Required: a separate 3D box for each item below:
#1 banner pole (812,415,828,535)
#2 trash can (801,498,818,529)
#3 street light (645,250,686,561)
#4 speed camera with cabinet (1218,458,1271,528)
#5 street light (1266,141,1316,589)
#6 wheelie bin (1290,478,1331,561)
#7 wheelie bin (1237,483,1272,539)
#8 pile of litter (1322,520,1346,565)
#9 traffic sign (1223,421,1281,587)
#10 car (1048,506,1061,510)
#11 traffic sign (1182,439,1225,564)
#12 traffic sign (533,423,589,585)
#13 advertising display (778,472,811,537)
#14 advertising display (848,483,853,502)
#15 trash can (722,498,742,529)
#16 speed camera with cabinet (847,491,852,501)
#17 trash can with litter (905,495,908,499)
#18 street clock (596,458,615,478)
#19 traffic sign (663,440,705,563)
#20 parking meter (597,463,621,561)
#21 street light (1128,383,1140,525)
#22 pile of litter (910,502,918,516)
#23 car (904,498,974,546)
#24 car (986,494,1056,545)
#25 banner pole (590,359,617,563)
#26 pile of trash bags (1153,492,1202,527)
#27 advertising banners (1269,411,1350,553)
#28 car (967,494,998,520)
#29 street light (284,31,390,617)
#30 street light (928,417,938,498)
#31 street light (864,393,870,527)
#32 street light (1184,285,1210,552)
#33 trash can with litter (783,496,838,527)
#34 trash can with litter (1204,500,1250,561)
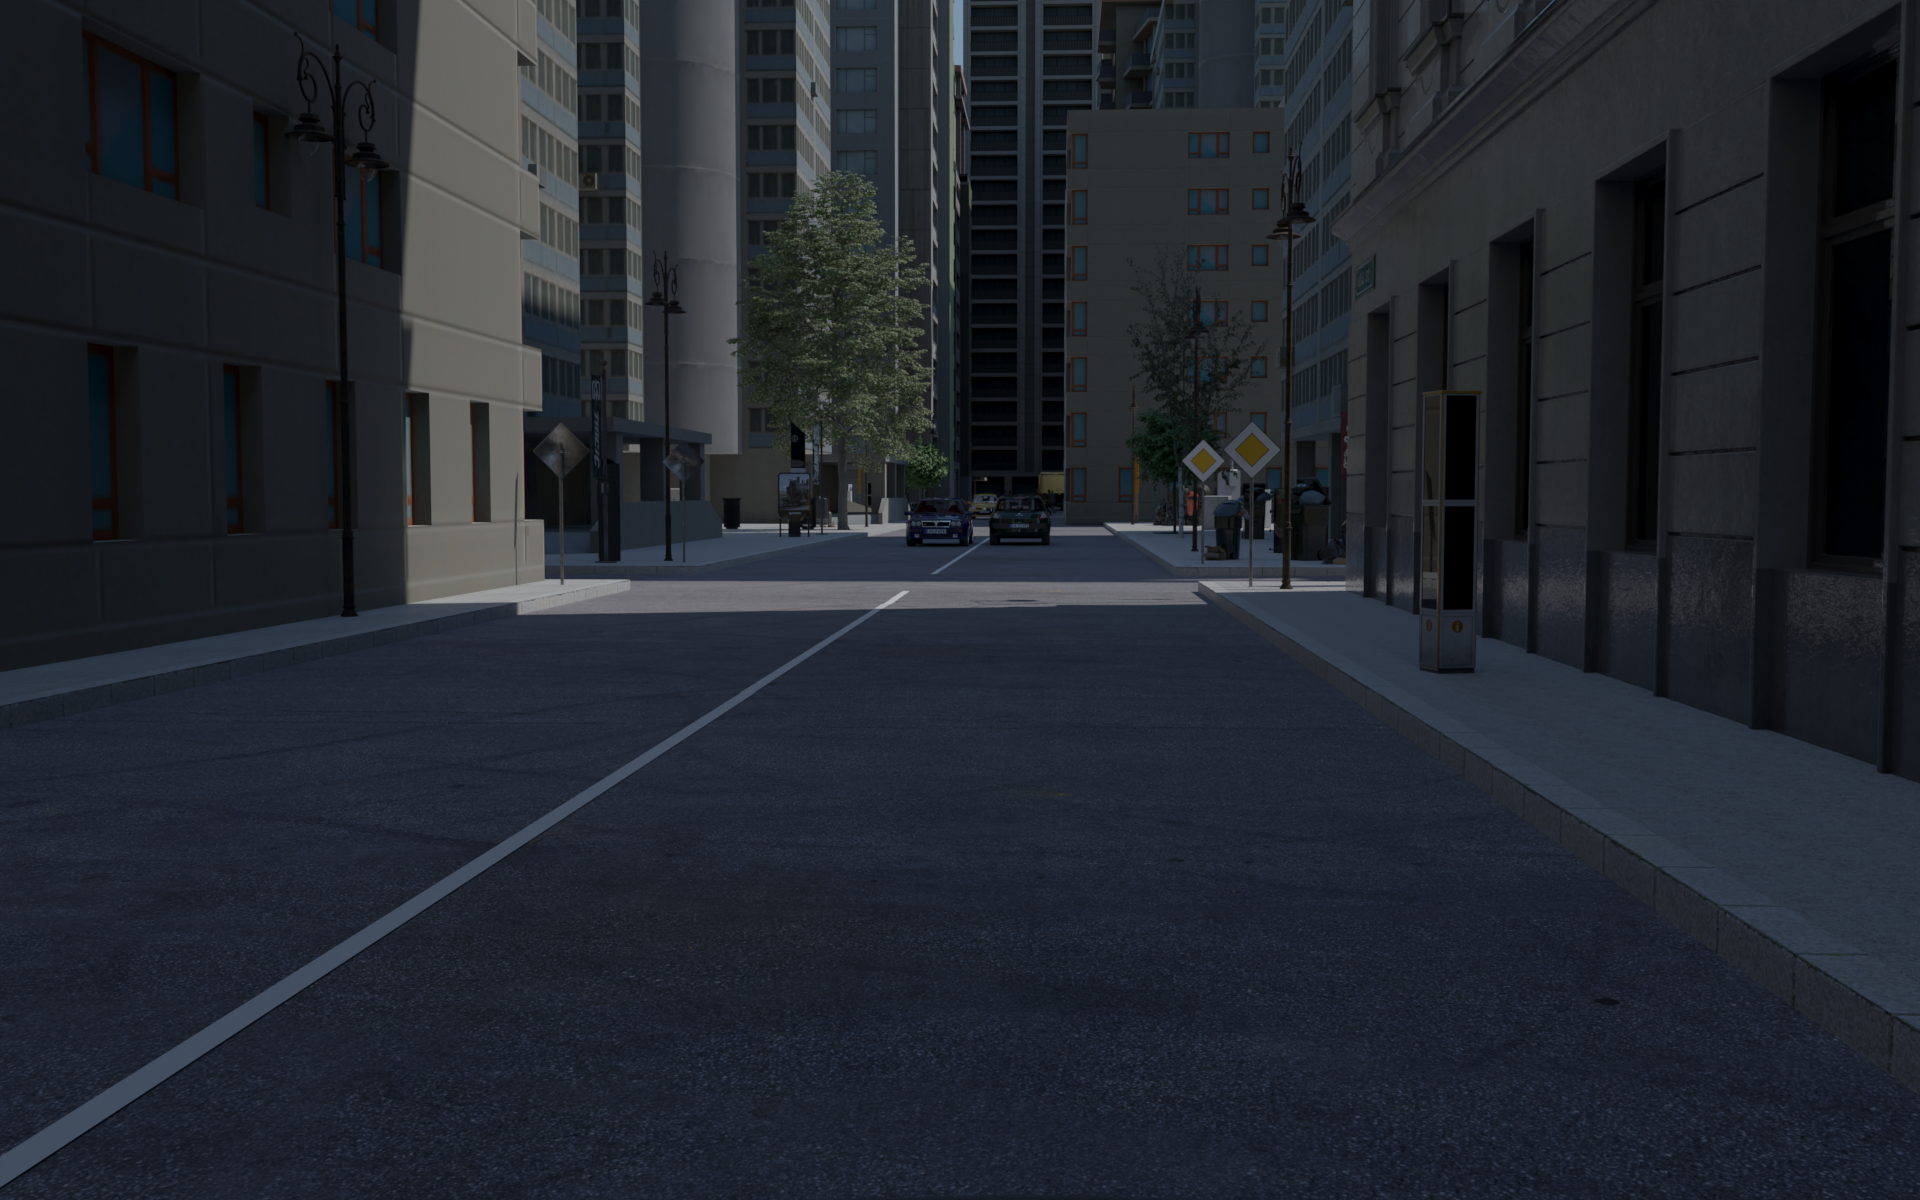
[{"bbox_3d":[-4.490,-3.968,54.891,0.401,3.779,0.863,-2,4,-32],"label":"banner pole"},{"bbox_3d":[-5.543,-3.147,63.099,0.748,1.137,0.748,0,3,0],"label":"trash can"},{"bbox_3d":[-5.593,-3.687,33.064,0.468,5.910,1.993,0,4,3],"label":"street light"},{"bbox_3d":[10.721,-4.338,65.258,2.038,3.252,0.660,-1,4,-23],"label":"speed camera with cabinet"},{"bbox_3d":[4.406,-3.084,23.212,0.468,5.910,1.993,0,4,3],"label":"street light"},{"bbox_3d":[6.711,-1.559,33.403,0.693,1.594,0.980,-2,4,-26],"label":"wheelie bin"},{"bbox_3d":[8.371,-2.523,49.157,0.980,1.594,0.693,0,4,3],"label":"wheelie bin"},{"bbox_3d":[7.425,-1.099,31.928,1.719,0.858,1.176,-1,4,-10],"label":"pile of litter"},{"bbox_3d":[4.010,-1.236,23.848,0.795,2.450,0.064,0,4,3],"label":"traffic sign"},{"bbox_3d":[8.709,-9.272,161.813,2.015,1.641,3.980,0,4,3],"label":"car"},{"bbox_3d":[4.462,-1.723,31.820,0.795,2.450,0.064,0,4,3],"label":"traffic sign"},{"bbox_3d":[-5.618,-1.270,24.412,0.795,2.450,0.064,0,4,3],"label":"traffic sign"},{"bbox_3d":[-4.942,-2.839,51.626,0.974,1.923,0.123,-1,4,-14],"label":"advertising display"},{"bbox_3d":[-6.616,-6.025,103.722,0.123,1.923,0.974,1,4,11],"label":"advertising display"},{"bbox_3d":[-8.364,-3.170,63.482,0.748,1.137,0.748,0,3,0],"label":"trash can"},{"bbox_3d":[-6.826,-6.019,92.745,2.038,3.252,0.660,0,4,5],"label":"speed camera with cabinet"},{"bbox_3d":[-3.047,-5.729,104.721,2.233,1.210,1.678,1,4,20],"label":"trash can with litter"},{"bbox_3d":[-7.201,-1.875,35.224,0.471,2.002,0.358,-1,4,-19],"label":"street clock"},{"bbox_3d":[-5.166,-1.758,32.384,0.795,2.450,0.064,0,4,3],"label":"traffic sign"},{"bbox_3d":[-6.697,-1.670,33.017,0.399,1.863,0.255,2,4,29],"label":"parking meter"},{"bbox_3d":[7.227,-6.083,72.244,0.468,5.910,1.993,0,4,3],"label":"street light"},{"bbox_3d":[-2.395,-5.231,99.493,1.719,0.858,1.176,-3,5,-43],"label":"pile of litter"},{"bbox_3d":[-0.548,-2.205,48.638,1.945,1.354,3.894,0,4,3],"label":"car"},{"bbox_3d":[1.739,-2.443,49.737,2.009,1.686,4.222,0,4,3],"label":"car"},{"bbox_3d":[-6.645,-2.567,31.992,0.401,3.779,0.863,1,4,10],"label":"banner pole"},{"bbox_3d":[9.008,-3.668,69.719,1.912,1.369,3.447,0,4,-7],"label":"pile of trash bags"},{"bbox_3d":[7.634,-2.501,37.079,2.074,3.025,0.090,2,4,31],"label":"advertising banners"},{"bbox_3d":[1.455,-5.347,97.648,2.015,1.641,3.980,0,4,3],"label":"car"},{"bbox_3d":[-6.398,-2.763,17.967,0.468,5.910,1.993,0,4,3],"label":"street light"},{"bbox_3d":[-1.602,-7.910,102.124,0.468,5.910,1.993,0,4,3],"label":"street light"},{"bbox_3d":[-3.641,-5.782,67.317,0.468,5.910,1.993,0,4,3],"label":"street light"},{"bbox_3d":[5.245,-4.021,38.523,0.468,5.910,1.993,0,4,3],"label":"street light"},{"bbox_3d":[-5.689,-3.419,66.961,2.233,1.210,1.678,0,4,6],"label":"trash can with litter"},{"bbox_3d":[5.168,-1.364,33.696,0.624,1.170,1.055,2,4,31],"label":"trash can with litter"}]
